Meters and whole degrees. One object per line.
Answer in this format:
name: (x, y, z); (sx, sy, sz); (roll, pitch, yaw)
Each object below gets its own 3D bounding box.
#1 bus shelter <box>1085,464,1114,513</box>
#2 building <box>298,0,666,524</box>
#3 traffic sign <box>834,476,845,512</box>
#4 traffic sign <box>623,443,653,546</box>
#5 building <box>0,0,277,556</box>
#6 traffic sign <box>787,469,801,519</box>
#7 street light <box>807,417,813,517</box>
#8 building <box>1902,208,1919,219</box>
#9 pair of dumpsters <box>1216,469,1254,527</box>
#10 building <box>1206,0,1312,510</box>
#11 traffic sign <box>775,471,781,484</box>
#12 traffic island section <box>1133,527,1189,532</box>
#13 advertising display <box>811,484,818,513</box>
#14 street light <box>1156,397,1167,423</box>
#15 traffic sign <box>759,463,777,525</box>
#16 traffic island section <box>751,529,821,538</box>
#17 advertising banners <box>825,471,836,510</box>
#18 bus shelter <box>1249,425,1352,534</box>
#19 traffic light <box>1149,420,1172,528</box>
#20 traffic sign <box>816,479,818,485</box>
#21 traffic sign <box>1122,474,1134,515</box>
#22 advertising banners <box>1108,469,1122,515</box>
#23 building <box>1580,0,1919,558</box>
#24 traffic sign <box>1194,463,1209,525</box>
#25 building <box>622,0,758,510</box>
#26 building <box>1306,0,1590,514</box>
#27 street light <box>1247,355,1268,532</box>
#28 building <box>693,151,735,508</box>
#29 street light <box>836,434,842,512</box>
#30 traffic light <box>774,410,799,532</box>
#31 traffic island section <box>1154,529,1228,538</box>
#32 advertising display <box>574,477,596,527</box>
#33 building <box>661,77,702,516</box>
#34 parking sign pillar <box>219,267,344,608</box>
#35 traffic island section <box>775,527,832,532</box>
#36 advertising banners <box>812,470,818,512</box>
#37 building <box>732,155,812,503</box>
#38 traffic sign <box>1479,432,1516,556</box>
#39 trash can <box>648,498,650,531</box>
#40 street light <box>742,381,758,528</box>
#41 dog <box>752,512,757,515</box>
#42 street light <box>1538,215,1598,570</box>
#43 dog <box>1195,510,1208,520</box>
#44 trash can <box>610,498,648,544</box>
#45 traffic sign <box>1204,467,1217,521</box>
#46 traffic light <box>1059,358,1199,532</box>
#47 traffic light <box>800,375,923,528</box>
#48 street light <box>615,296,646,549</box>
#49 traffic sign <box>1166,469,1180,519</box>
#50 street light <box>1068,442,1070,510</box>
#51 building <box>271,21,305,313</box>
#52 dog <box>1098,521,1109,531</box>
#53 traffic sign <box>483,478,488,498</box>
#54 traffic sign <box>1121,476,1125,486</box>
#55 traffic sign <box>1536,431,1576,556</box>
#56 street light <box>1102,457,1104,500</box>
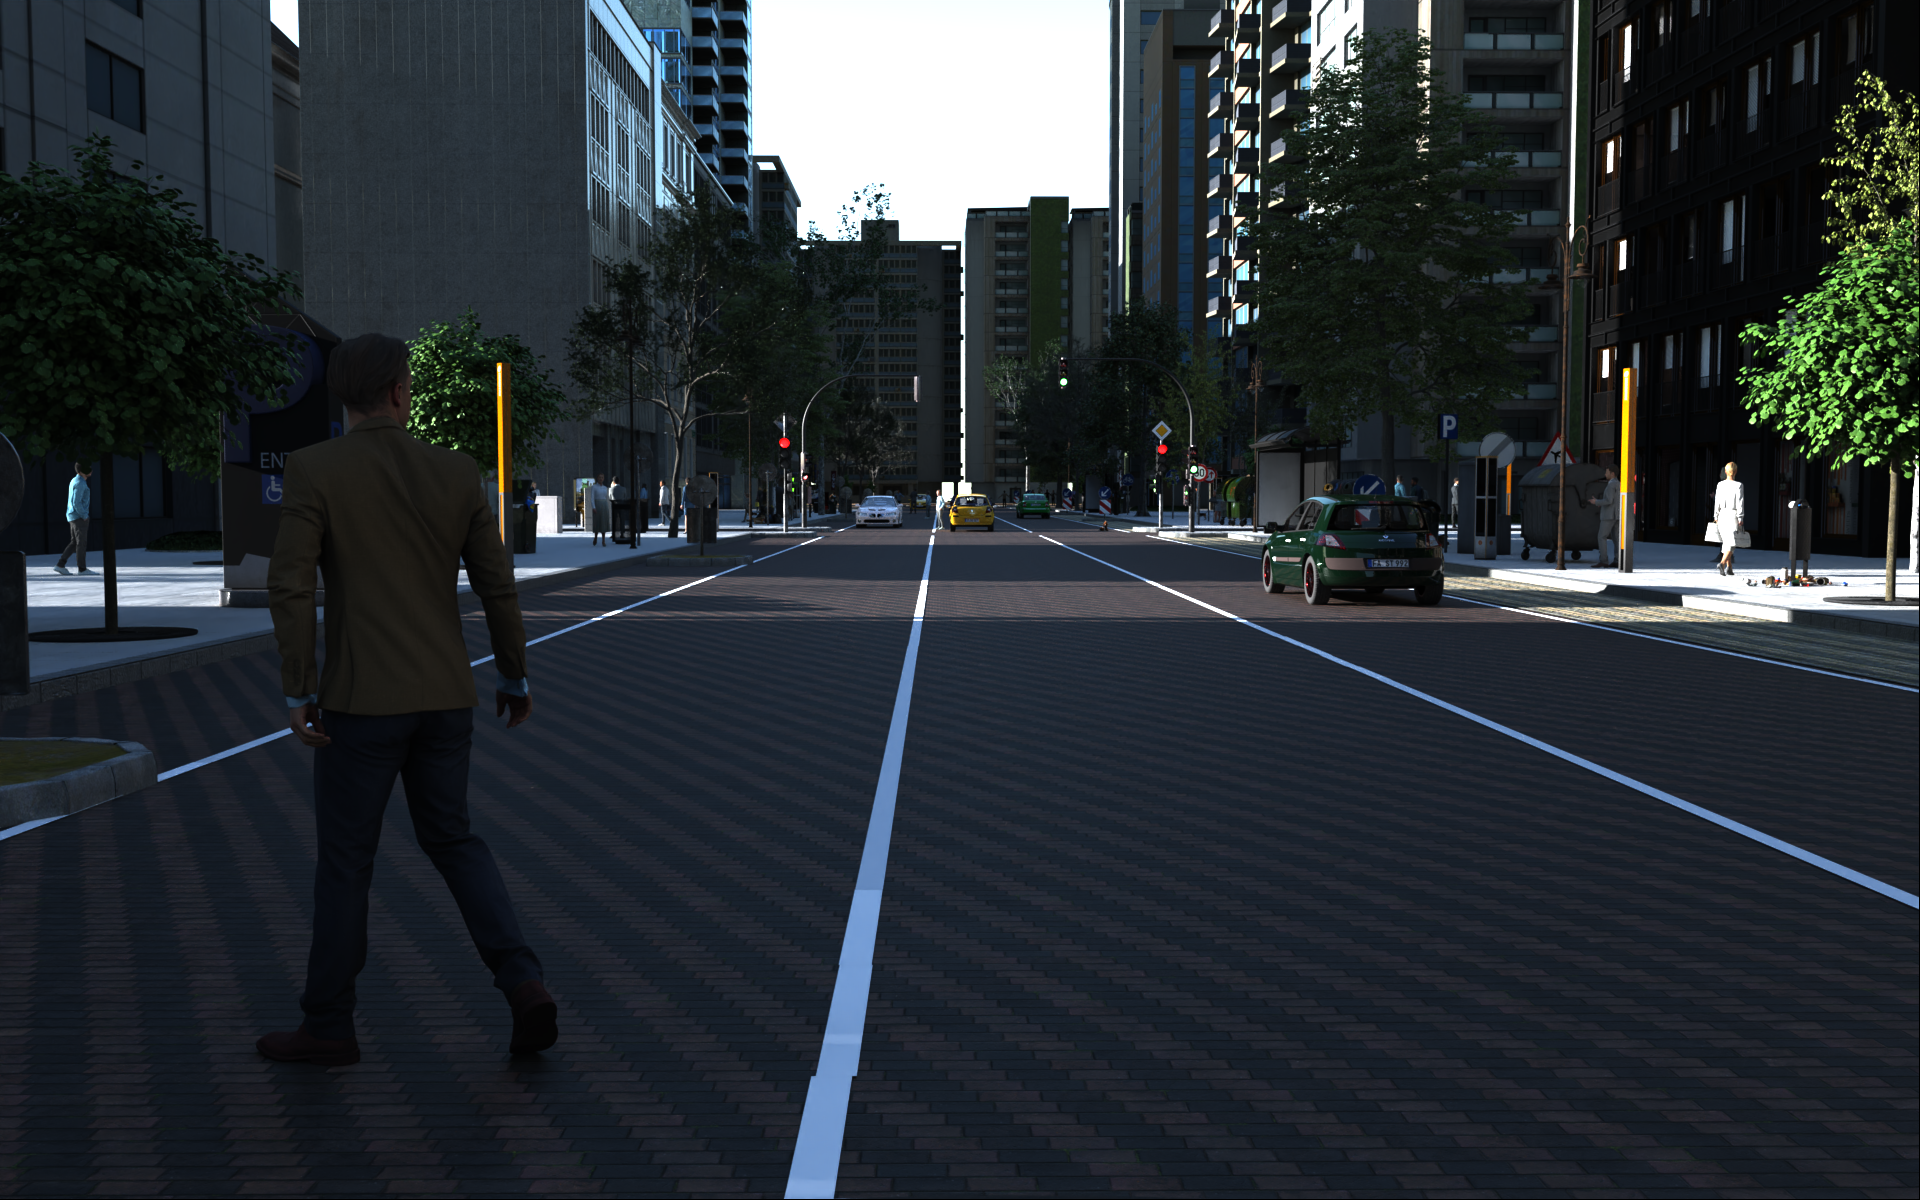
bus shelter: (9.434, -7.544, 117.263); (2.014, 3.302, 5.546); (0, 4, -1)
building: (-21.844, -16.212, 83.087); (12.078, 24.808, 19.932); (0, 4, -1)
traffic sign: (-8.507, -7.479, 122.393); (0.768, 2.556, 0.104); (0, 4, 0)
traffic sign: (-7.968, -2.616, 42.885); (0.768, 2.556, 0.104); (0, 4, 7)
building: (-29.599, -36.764, 39.338); (20.611, 71.187, 20.563); (0, 4, -1)
traffic sign: (-8.545, -5.422, 88.761); (0.768, 2.556, 0.104); (0, 4, 5)
street light: (-8.265, -7.490, 95.252); (0.468, 5.910, 1.993); (0, 4, -1)
building: (23.724, -11.945, 24.182); (11.050, 23.489, 19.941); (0, 4, -1)
pair of dumpsters: (11.443, -4.119, 69.832); (1.574, 2.255, 4.437); (0, 4, -1)
building: (29.905, -28.836, 126.092); (22.147, 44.769, 28.867); (0, 4, -1)
traffic sign: (-9.508, -5.387, 88.184); (0.768, 2.556, 0.104); (0, 4, 8)
traffic island section: (7.697, -2.683, 66.149); (2.009, 0.180, 2.903); (0, 4, -1)
advertising display: (-9.612, -6.797, 116.350); (0.974, 1.923, 0.123); (1, 4, 21)
street light: (9.555, -6.689, 82.156); (0.468, 5.910, 1.993); (0, 4, -1)
traffic sign: (-7.856, -4.322, 70.771); (0.768, 2.556, 0.104); (0, 4, 6)
traffic island section: (-5.853, -2.186, 58.015); (2.009, 0.180, 2.903); (0, 4, -1)
advertising banners: (-10.095, -8.221, 130.607); (2.074, 3.025, 0.090); (3, 4, 38)
bus shelter: (10.422, -3.647, 53.551); (2.014, 3.302, 5.546); (0, 4, -1)
traffic light: (7.657, -4.716, 66.034); (0.839, 4.253, 0.868); (0, 4, -1)
traffic sign: (-9.805, -7.297, 121.442); (0.606, 2.300, 0.079); (1, 4, 9)
traffic sign: (10.380, -6.546, 107.133); (0.768, 2.556, 0.104); (0, 4, 1)
advertising banners: (9.765, -6.883, 108.728); (0.090, 3.025, 2.074); (2, 4, 29)
building: (24.303, -12.989, 42.047); (12.332, 23.373, 15.834); (0, 4, -1)
traffic sign: (9.973, -4.412, 72.243); (0.768, 2.556, 0.104); (0, 4, 7)
building: (-29.181, -51.535, 155.275); (22.319, 86.520, 31.000); (0, 4, -1)
building: (24.792, -24.335, 81.466); (14.086, 41.232, 14.154); (0, 4, -1)
street light: (9.863, -5.194, 57.710); (0.468, 5.910, 1.993); (0, 4, -1)
building: (-24.782, -20.296, 125.346); (14.314, 27.812, 24.014); (0, 4, -1)
street light: (-8.642, -9.243, 123.916); (0.468, 5.910, 1.993); (0, 4, -1)
traffic light: (-5.813, -4.218, 57.881); (0.839, 4.253, 0.868); (0, 4, -1)
traffic island section: (7.788, -2.195, 58.164); (2.009, 0.180, 2.903); (0, 4, -1)
advertising display: (-14.560, -3.795, 67.258); (0.123, 1.923, 0.974); (3, 5, 40)
building: (-23.308, -19.391, 102.939); (13.634, 28.700, 20.117); (0, 4, -1)
parking sign pillar: (-7.859, -1.933, 20.084); (1.447, 3.967, 1.447); (0, 4, 3)
traffic island section: (-5.943, -2.674, 65.999); (2.009, 0.180, 2.903); (0, 4, -1)
advertising banners: (-10.507, -7.966, 126.429); (0.090, 3.025, 2.074); (1, 4, 9)
building: (-30.105, -30.623, 192.564); (23.993, 40.220, 32.217); (0, 4, -1)
traffic sign: (11.015, -2.171, 35.594); (0.768, 2.556, 0.104); (0, 4, 1)
trash can: (-10.574, -2.776, 57.049); (0.748, 1.137, 0.748); (0, 3, 0)
street light: (-8.005, -5.706, 66.085); (0.468, 5.910, 1.993); (0, 4, -1)
dog: (-12.447, -5.274, 103.961); (0.550, 0.427, 0.748); (-2, 4, -25)
street light: (10.139, -3.441, 29.045); (0.468, 5.910, 1.993); (0, 4, -1)
dog: (12.024, -4.241, 86.169); (0.540, 0.507, 0.406); (-2, 4, -27)
trash can: (-8.618, -2.004, 44.425); (0.748, 1.137, 0.748); (0, 3, 0)
traffic sign: (11.700, -4.974, 81.435); (0.768, 2.556, 0.104); (0, 4, 4)
traffic light: (5.657, -5.090, 57.885); (4.771, 5.953, 1.251); (0, 4, -1)
traffic light: (-3.812, -5.581, 65.924); (4.771, 5.953, 1.251); (0, 4, -1)
street light: (-7.685, -4.145, 40.551); (0.468, 5.910, 1.993); (0, 4, -1)
traffic sign: (11.011, -5.470, 89.534); (0.768, 2.556, 0.104); (0, 4, 1)
street light: (8.866, -10.279, 140.848); (0.468, 5.910, 1.993); (0, 4, -1)
building: (-38.660, -15.235, 77.968); (19.941, 23.489, 11.050); (0, 4, -1)
dog: (5.498, -2.865, 67.040); (0.748, 0.427, 0.550); (-1, 4, -21)
traffic sign: (-9.150, -2.038, 33.421); (0.768, 2.556, 0.104); (0, 4, 3)
traffic sign: (11.384, -7.400, 120.987); (0.884, 2.594, 0.081); (0, 4, 7)
traffic sign: (12.343, -2.193, 35.852); (0.884, 2.594, 0.081); (0, 4, 0)
street light: (9.227, -8.485, 111.517); (0.468, 5.910, 1.993); (0, 4, -1)
